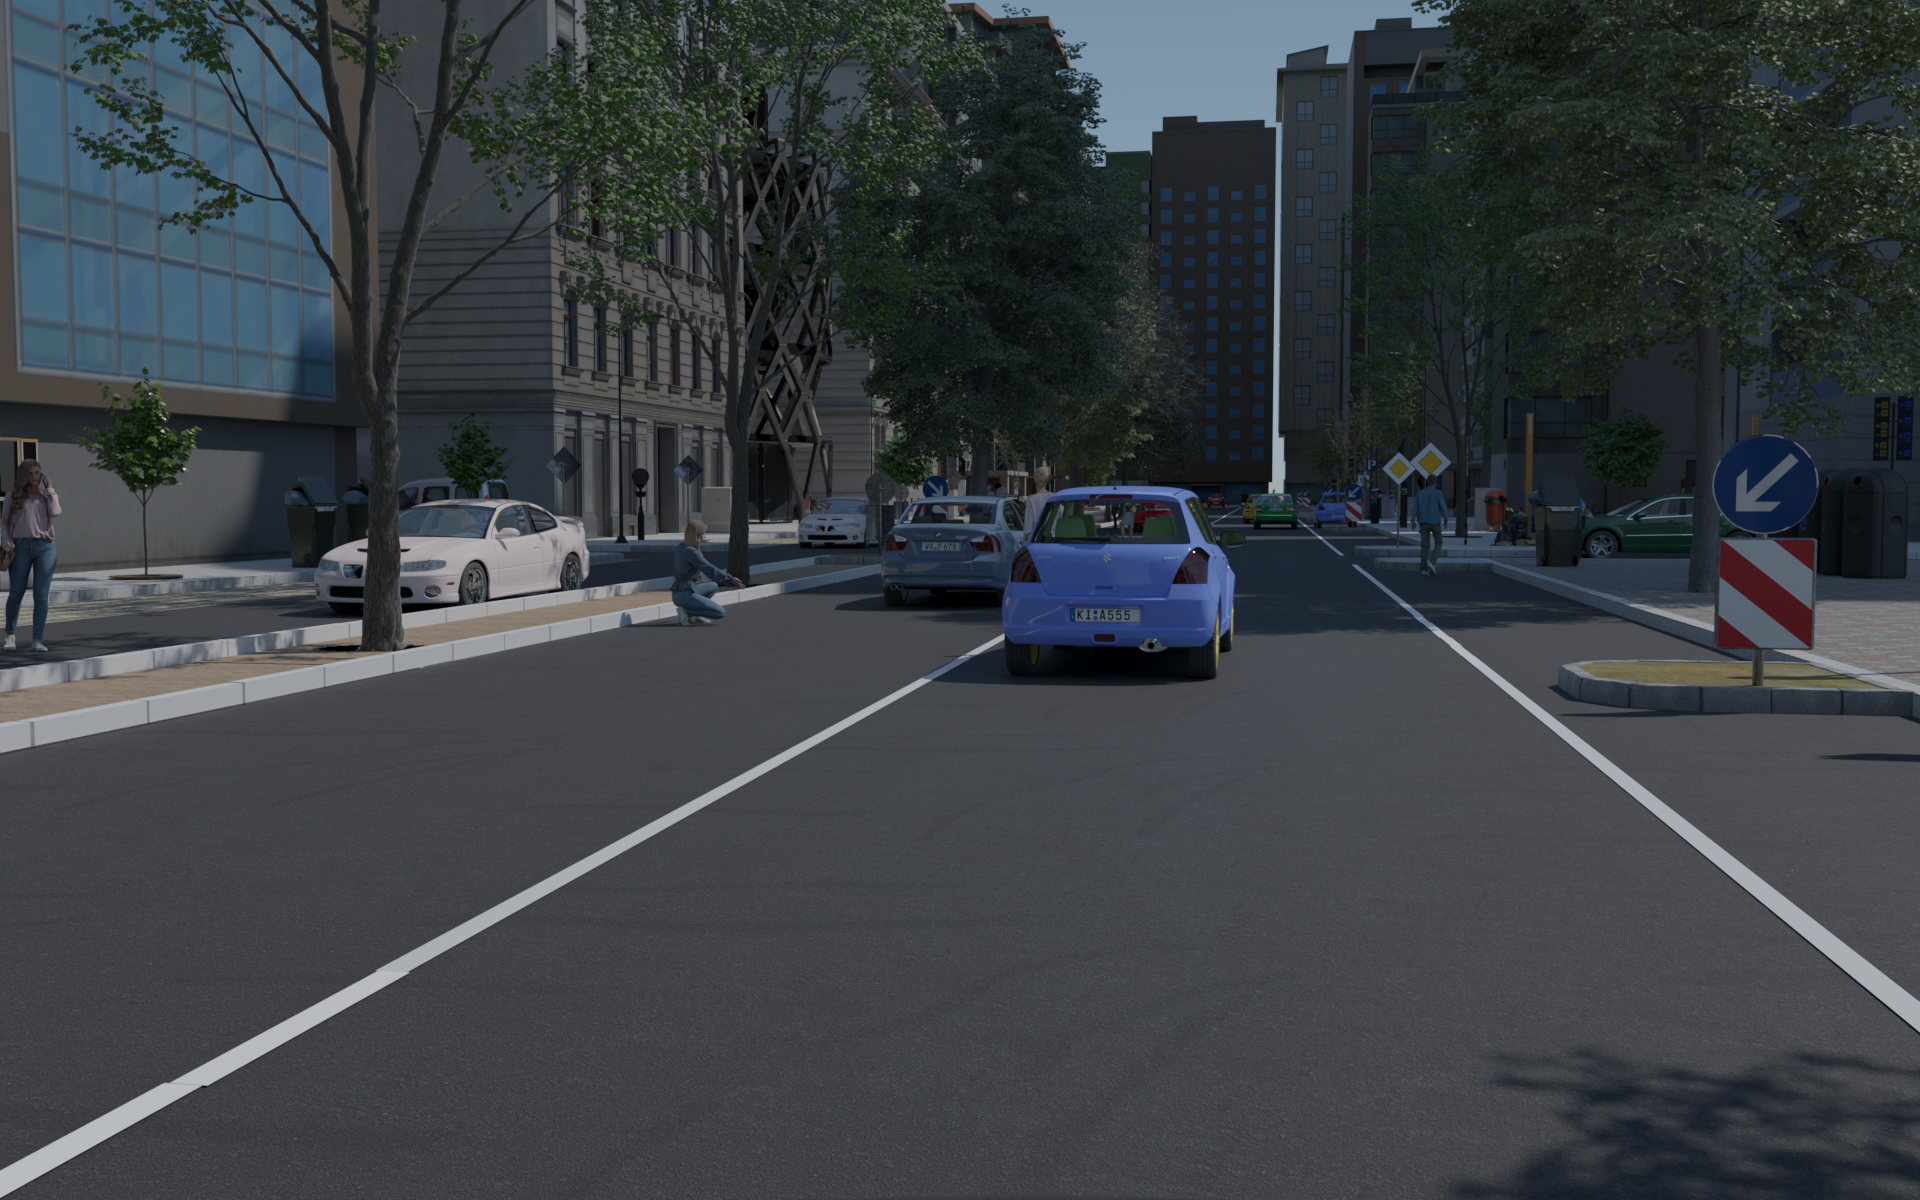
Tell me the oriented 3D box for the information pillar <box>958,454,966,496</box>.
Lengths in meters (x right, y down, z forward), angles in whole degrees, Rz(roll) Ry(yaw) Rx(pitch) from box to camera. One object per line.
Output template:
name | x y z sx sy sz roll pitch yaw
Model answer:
information pillar | 0.106 -6.636 99.855 0.504 3.616 0.183 2 4 34

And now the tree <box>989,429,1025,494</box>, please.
tree | 3.501 -10.145 116.231 4.360 8.622 3.978 0 3 0

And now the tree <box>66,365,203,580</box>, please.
tree | -12.191 -1.926 26.099 1.663 3.219 1.824 0 3 0

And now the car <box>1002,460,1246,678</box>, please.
car | 1.459 -0.323 14.878 1.945 1.707 3.694 1 4 11

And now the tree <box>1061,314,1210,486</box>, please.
tree | 9.567 -11.067 100.409 9.611 12.733 9.660 0 3 0

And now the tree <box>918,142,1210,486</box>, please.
tree | 2.790 -8.997 59.927 12.009 13.543 11.850 0 3 0

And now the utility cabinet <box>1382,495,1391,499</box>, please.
utility cabinet | 25.473 -5.719 104.660 1.020 1.237 0.306 0 4 1

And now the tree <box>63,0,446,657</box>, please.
tree | -5.185 -5.327 15.305 9.928 11.665 9.643 0 3 0

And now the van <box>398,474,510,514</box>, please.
van | -13.068 -2.157 42.282 4.112 2.044 2.013 1 4 8

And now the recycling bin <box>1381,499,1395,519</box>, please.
recycling bin | 22.499 -4.810 91.200 0.722 1.027 0.722 1 4 23

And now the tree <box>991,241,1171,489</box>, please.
tree | 5.326 -9.578 77.178 7.486 12.596 7.792 0 3 0

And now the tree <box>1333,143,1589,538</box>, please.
tree | 14.787 -7.648 50.803 9.928 11.665 9.643 0 3 0

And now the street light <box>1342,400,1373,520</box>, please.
street light | 19.863 -6.936 85.937 1.470 5.913 1.316 1 4 10

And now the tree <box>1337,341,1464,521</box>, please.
tree | 20.927 -8.067 82.255 4.737 8.622 4.395 0 3 0

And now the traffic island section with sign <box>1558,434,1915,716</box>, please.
traffic island section with sign | 5.363 -0.223 12.270 1.989 1.847 2.006 1 4 10

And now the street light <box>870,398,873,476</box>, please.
street light | -3.251 -6.199 73.899 1.470 5.913 1.316 1 4 10

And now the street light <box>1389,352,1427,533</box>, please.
street light | 14.690 -5.155 56.830 1.470 5.913 1.316 1 4 10

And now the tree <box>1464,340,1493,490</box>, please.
tree | 25.916 -8.147 83.562 4.737 8.622 4.395 0 3 0

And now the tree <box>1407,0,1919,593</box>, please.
tree | 9.383 -6.384 22.511 7.486 12.596 7.792 0 3 0

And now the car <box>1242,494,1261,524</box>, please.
car | 14.773 -4.559 84.762 2.015 1.641 3.980 1 4 12

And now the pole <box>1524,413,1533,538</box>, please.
pole | 14.385 -3.057 43.829 0.158 3.312 0.155 0 3 0

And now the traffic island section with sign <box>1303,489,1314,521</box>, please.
traffic island section with sign | 19.504 -5.125 92.421 1.989 1.847 2.006 1 4 10

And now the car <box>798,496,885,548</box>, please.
car | -3.127 -2.154 47.575 2.083 1.381 4.827 1 4 9

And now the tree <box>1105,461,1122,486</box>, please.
tree | 17.063 -14.799 192.333 4.360 8.622 3.978 0 3 0

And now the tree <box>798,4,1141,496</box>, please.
tree | 0.469 -8.400 46.446 9.857 13.997 8.962 0 3 0

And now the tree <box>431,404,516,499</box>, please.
tree | -10.443 -2.622 37.470 1.663 3.219 1.824 0 3 0

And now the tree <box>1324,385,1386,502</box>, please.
tree | 25.492 -9.847 111.365 4.360 8.622 3.978 0 3 0

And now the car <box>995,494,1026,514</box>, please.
car | 1.973 -3.899 75.547 2.131 1.459 4.920 1 4 11

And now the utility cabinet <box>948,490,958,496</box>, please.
utility cabinet | -0.376 -4.990 90.263 0.318 1.500 1.173 1 4 10

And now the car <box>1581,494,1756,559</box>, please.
car | 15.290 -1.585 37.714 4.920 1.459 2.131 0 4 8

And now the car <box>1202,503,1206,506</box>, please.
car | 10.497 -4.341 81.192 2.015 1.641 3.980 1 4 11

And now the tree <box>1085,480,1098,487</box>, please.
tree | 12.534 -10.629 168.378 1.663 3.219 1.824 0 3 0

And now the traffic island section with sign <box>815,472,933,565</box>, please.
traffic island section with sign | -1.779 -1.684 35.677 2.006 1.907 1.989 1 4 10

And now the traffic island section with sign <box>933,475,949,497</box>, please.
traffic island section with sign | -0.483 -2.131 42.971 2.006 1.907 1.989 1 4 10

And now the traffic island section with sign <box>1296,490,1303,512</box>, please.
traffic island section with sign | 28.173 -8.133 141.598 1.989 1.847 2.006 1 4 10

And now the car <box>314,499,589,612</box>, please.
car | -6.416 -0.612 22.368 2.083 1.381 4.827 1 4 11

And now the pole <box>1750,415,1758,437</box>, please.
pole | 20.521 -3.119 44.843 0.158 3.312 0.155 0 3 0

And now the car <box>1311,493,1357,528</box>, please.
car | 16.063 -3.952 74.211 1.945 1.707 3.694 1 4 9

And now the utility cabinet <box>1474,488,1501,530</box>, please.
utility cabinet | 18.662 -3.215 61.240 1.173 1.500 0.318 -3 5 -41

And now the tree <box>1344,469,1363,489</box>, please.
tree | 27.049 -7.614 119.093 1.663 3.219 1.824 0 3 0

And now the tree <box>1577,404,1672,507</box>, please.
tree | 24.342 -4.880 63.503 4.285 4.588 4.351 0 3 0

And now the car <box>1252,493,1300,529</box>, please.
car | 13.120 -3.861 71.919 1.959 1.807 4.718 1 4 11

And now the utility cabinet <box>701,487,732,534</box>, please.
utility cabinet | -7.684 -2.840 55.105 1.173 1.500 0.318 2 4 32

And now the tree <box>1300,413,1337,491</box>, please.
tree | 33.248 -12.615 156.624 4.737 8.622 4.395 0 3 0

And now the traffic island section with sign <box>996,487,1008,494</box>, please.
traffic island section with sign | 2.306 -5.294 95.186 1.989 1.847 2.006 1 4 10

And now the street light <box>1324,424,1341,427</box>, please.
street light | 24.888 -8.716 115.045 1.470 5.913 1.316 1 4 10

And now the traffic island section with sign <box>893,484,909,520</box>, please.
traffic island section with sign | -2.388 -3.670 68.637 1.989 1.847 2.006 1 4 10

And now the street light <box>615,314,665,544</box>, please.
street light | -8.281 -4.420 44.801 1.470 5.913 1.316 1 4 10

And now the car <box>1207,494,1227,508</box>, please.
car | 26.880 -10.538 181.337 2.155 1.783 4.494 1 4 10

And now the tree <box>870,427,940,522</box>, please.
tree | -2.475 -5.962 81.187 4.285 4.588 4.351 0 3 0

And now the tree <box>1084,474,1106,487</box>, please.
tree | 13.362 -11.793 176.535 4.285 4.588 4.351 0 3 0

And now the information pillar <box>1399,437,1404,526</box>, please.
information pillar | 17.955 -4.841 70.507 0.183 3.616 0.504 2 4 29

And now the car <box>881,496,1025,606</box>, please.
car | 0.136 -0.701 23.471 2.014 1.417 4.499 1 4 11

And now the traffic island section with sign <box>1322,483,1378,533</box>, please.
traffic island section with sign | 14.762 -3.485 65.613 1.989 1.847 2.006 1 4 10
